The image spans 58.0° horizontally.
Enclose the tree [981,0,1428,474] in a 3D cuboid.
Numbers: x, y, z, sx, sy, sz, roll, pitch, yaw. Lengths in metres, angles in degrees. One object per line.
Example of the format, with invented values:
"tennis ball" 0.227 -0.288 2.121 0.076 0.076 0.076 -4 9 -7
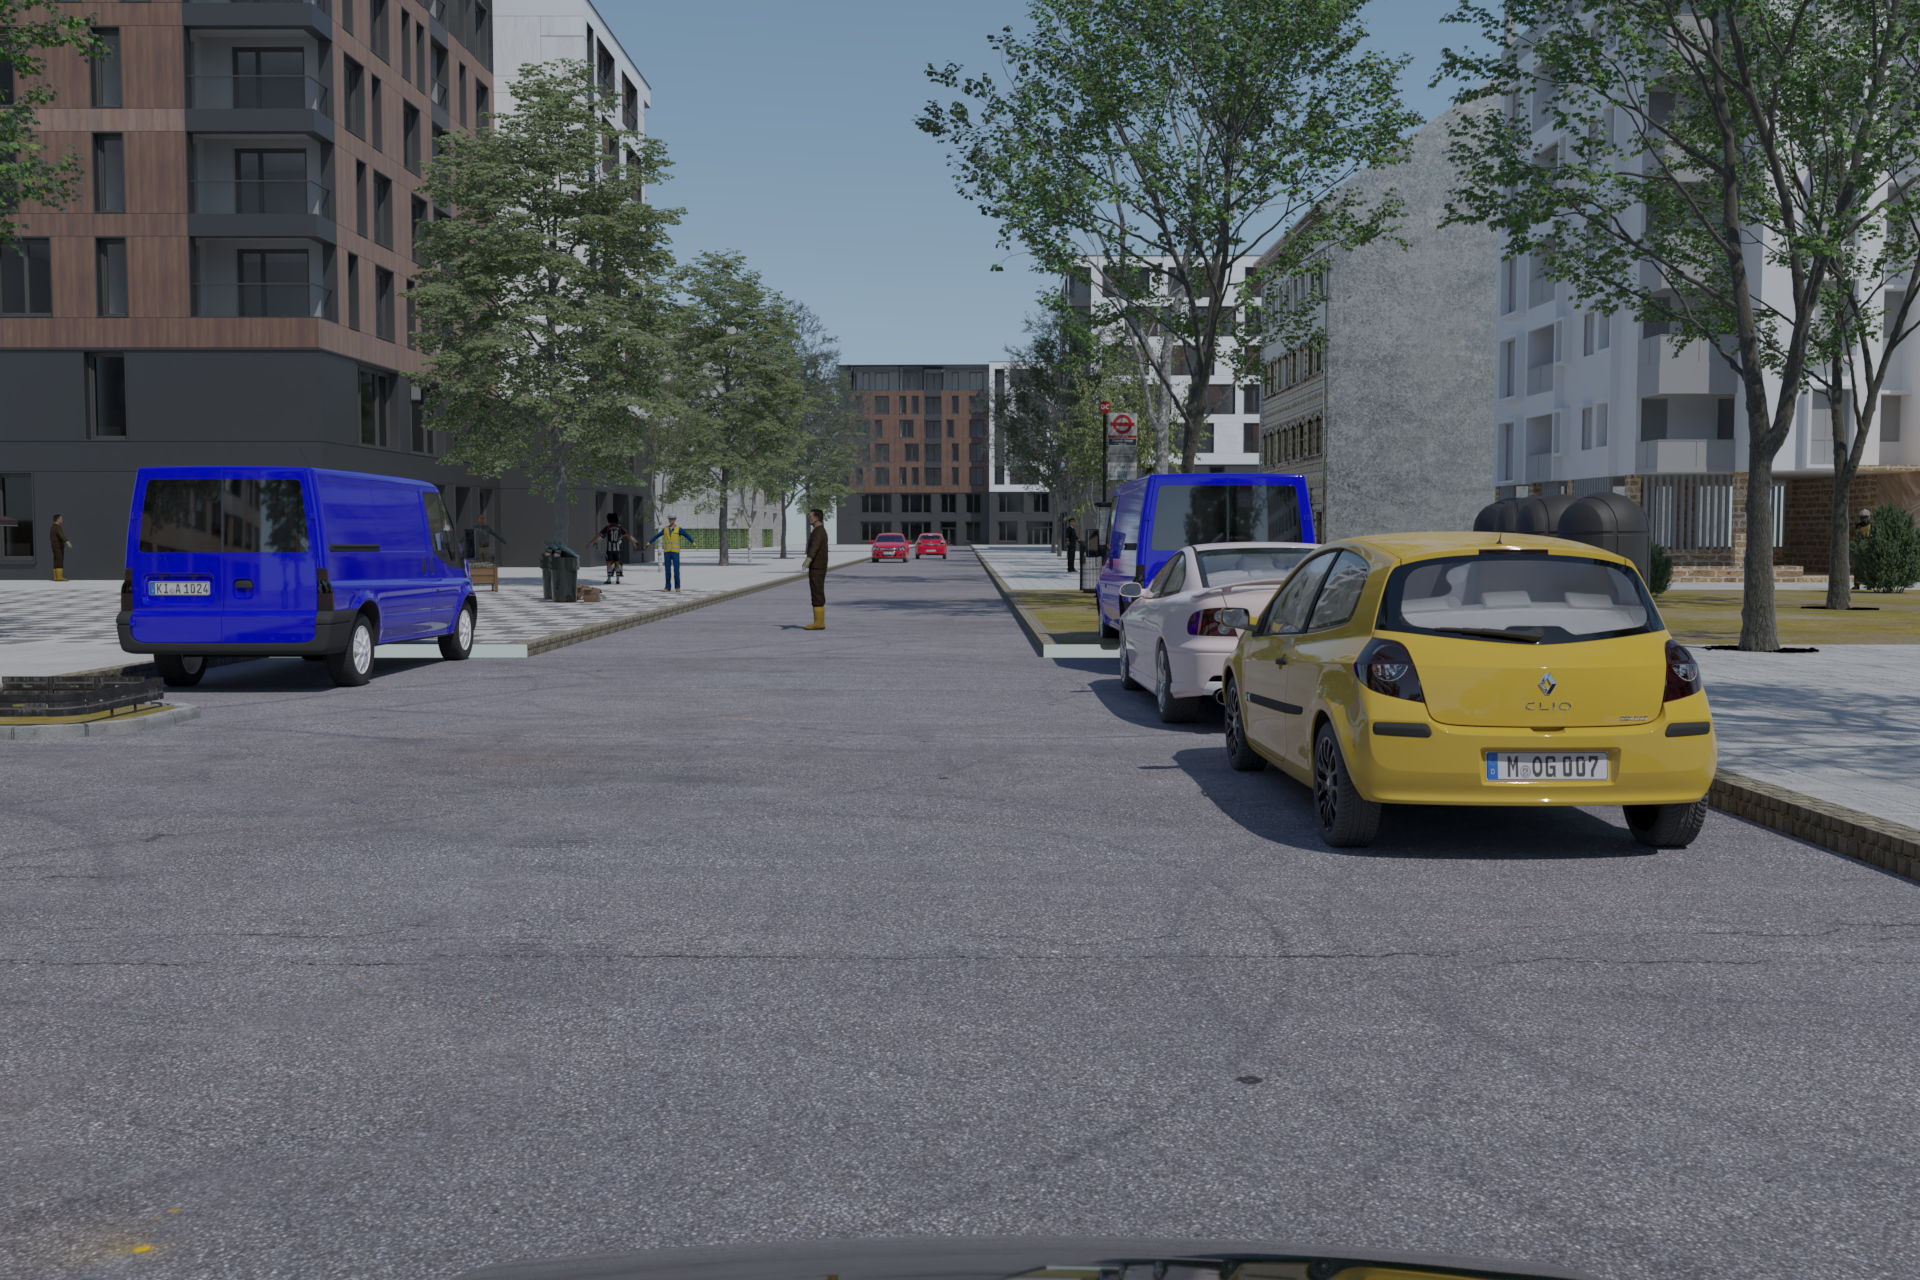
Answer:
"tree" 3.927 -6.294 28.663 9.928 11.665 9.643 0 3 0

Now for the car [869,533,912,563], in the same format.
"car" -3.519 -4.822 87.878 2.155 1.783 4.494 0 3 0

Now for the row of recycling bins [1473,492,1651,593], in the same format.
"row of recycling bins" 6.255 -0.686 18.334 1.069 1.692 3.534 0 4 0

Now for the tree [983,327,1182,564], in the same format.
"tree" 5.275 -8.558 74.331 8.767 10.594 7.601 0 4 -1

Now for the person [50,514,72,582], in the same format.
"person" -24.357 -2.490 46.844 0.704 1.812 1.346 -3 5 -45

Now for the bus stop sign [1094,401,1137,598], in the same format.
"bus stop sign" 3.120 -2.819 34.795 0.855 3.939 0.416 0 4 -2

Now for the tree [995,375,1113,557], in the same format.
"tree" 5.782 -9.997 97.858 8.767 10.594 7.601 2 4 24

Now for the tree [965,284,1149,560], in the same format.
"tree" 5.384 -10.756 86.227 12.009 13.543 11.850 0 3 0

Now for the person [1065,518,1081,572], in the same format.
"person" 3.794 -3.211 58.432 0.705 1.837 1.347 2 4 24

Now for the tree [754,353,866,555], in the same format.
"tree" -9.665 -11.650 108.599 7.486 12.596 7.792 0 3 0

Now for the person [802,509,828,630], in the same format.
"person" -2.171 -1.061 25.943 0.704 1.812 1.346 0 4 2

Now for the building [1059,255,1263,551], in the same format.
"building" 22.029 -18.304 143.249 27.936 21.610 32.646 0 4 0

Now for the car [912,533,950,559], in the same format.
"car" -1.665 -5.541 99.635 2.155 1.783 4.494 0 4 -1

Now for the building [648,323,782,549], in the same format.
"building" -26.826 -18.017 161.037 16.747 18.905 31.486 0 4 1

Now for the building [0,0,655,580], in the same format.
"building" -28.108 -13.435 63.638 27.936 21.610 32.646 0 3 0

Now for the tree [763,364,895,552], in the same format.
"tree" -9.703 -13.010 123.085 12.009 13.543 11.850 0 3 0

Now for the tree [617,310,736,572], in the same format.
"tree" -10.206 -6.558 57.590 4.360 8.622 3.978 0 3 0

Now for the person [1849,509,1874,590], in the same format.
"person" 20.769 -2.082 39.811 1.354 1.858 0.705 3 4 38

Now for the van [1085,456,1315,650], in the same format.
"van" 2.668 -0.941 19.775 2.240 2.365 5.245 0 4 -1

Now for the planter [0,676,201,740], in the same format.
"planter" -6.920 0.496 13.027 1.991 0.319 1.994 0 4 0

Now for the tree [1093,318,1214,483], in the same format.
"tree" 6.349 -6.675 59.503 4.737 8.622 4.395 0 3 0

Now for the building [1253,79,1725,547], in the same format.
"building" 26.065 -15.726 88.044 19.493 23.208 18.063 0 4 0

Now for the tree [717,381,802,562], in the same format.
"tree" -9.643 -7.805 77.973 4.360 8.622 3.978 0 3 0

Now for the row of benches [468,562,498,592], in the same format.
"row of benches" -12.083 -1.374 37.926 4.104 0.672 1.422 -1 4 -21

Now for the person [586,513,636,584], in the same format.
"person" -8.916 -2.340 44.407 1.345 1.843 0.704 -2 4 -31

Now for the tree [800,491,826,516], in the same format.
"tree" -17.601 -16.340 217.513 4.360 8.622 3.978 0 3 0

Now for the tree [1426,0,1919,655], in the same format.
"tree" 8.892 -5.687 18.738 9.928 11.665 9.643 0 3 0

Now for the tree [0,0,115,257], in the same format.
"tree" -13.094 -5.641 17.986 9.928 11.665 9.643 0 3 0

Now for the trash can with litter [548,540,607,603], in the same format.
"trash can with litter" -7.197 -1.297 32.594 1.055 1.170 0.624 0 4 1

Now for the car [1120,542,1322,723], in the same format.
"car" 2.430 -0.131 14.501 2.083 1.381 4.827 0 4 -1

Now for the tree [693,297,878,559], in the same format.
"tree" -9.000 -10.943 89.290 12.009 13.543 11.850 0 3 0

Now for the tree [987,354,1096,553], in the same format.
"tree" 6.330 -12.521 115.085 12.009 13.543 11.850 0 3 0

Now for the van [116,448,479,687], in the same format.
"van" -6.542 -0.828 17.929 2.240 2.365 5.245 0 3 0

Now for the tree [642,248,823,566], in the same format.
"tree" -9.145 -9.253 69.411 7.486 12.596 7.792 0 3 0

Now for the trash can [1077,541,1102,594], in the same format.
"trash can" 2.893 -1.581 37.496 0.748 1.137 0.748 0 3 0

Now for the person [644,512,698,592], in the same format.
"person" -6.385 -1.947 38.290 1.216 1.772 0.721 0 4 6

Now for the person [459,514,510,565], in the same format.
"person" -12.263 -2.336 44.469 1.348 1.796 0.705 -2 4 -25

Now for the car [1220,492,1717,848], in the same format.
"car" 2.499 0.053 9.349 2.015 1.641 3.980 0 4 -1

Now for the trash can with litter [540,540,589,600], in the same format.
"trash can with litter" -7.674 -1.376 33.885 1.055 1.170 0.624 0 4 0

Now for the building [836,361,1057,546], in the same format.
"building" 1.866 -22.688 217.377 32.646 21.610 27.936 0 4 3

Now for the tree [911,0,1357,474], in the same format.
"tree" 4.851 -11.658 46.502 12.611 20.169 13.585 0 3 0

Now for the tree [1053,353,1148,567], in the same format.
"tree" 5.448 -7.168 67.560 4.737 8.622 4.395 0 3 0

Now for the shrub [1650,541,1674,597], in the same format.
"shrub" 13.974 -1.471 35.163 1.383 1.207 1.383 0 3 0

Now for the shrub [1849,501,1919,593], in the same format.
"shrub" 20.189 -2.032 37.641 1.690 2.028 1.600 0 3 0

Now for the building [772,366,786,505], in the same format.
"building" -24.748 -19.961 182.774 16.016 20.090 11.380 0 3 0

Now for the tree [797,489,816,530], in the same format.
"tree" -17.524 -16.061 212.951 4.360 8.622 3.978 0 3 0

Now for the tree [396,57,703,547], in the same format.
"tree" -9.885 -7.558 41.705 7.486 12.596 7.792 0 3 0

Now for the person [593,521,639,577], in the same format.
"person" -10.302 -2.819 51.865 1.354 1.856 0.705 0 4 -6

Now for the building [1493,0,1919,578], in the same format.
"building" 23.648 -12.337 58.130 16.016 20.090 11.380 0 4 0

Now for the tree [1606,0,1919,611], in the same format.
"tree" 15.117 -6.323 29.133 9.928 11.665 9.643 0 3 0
